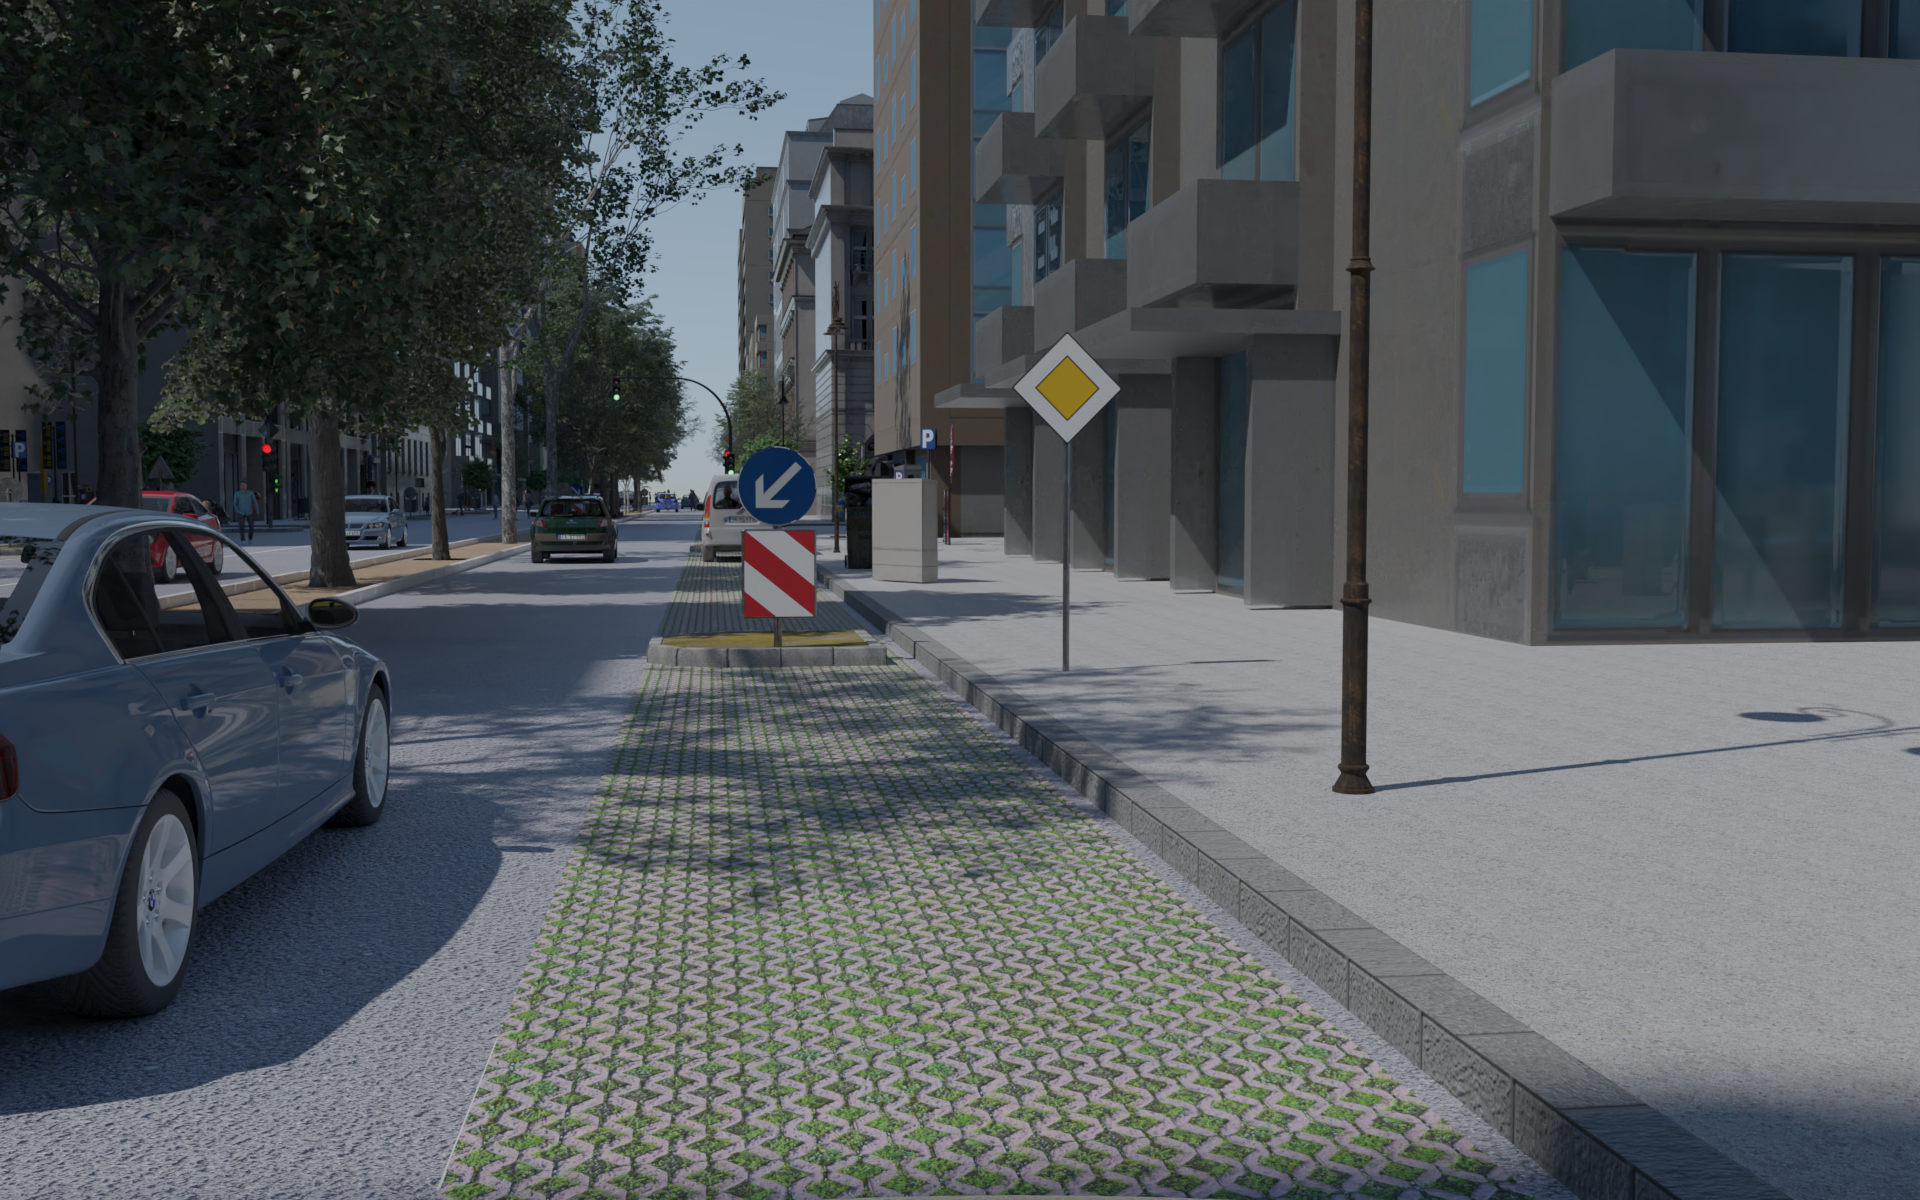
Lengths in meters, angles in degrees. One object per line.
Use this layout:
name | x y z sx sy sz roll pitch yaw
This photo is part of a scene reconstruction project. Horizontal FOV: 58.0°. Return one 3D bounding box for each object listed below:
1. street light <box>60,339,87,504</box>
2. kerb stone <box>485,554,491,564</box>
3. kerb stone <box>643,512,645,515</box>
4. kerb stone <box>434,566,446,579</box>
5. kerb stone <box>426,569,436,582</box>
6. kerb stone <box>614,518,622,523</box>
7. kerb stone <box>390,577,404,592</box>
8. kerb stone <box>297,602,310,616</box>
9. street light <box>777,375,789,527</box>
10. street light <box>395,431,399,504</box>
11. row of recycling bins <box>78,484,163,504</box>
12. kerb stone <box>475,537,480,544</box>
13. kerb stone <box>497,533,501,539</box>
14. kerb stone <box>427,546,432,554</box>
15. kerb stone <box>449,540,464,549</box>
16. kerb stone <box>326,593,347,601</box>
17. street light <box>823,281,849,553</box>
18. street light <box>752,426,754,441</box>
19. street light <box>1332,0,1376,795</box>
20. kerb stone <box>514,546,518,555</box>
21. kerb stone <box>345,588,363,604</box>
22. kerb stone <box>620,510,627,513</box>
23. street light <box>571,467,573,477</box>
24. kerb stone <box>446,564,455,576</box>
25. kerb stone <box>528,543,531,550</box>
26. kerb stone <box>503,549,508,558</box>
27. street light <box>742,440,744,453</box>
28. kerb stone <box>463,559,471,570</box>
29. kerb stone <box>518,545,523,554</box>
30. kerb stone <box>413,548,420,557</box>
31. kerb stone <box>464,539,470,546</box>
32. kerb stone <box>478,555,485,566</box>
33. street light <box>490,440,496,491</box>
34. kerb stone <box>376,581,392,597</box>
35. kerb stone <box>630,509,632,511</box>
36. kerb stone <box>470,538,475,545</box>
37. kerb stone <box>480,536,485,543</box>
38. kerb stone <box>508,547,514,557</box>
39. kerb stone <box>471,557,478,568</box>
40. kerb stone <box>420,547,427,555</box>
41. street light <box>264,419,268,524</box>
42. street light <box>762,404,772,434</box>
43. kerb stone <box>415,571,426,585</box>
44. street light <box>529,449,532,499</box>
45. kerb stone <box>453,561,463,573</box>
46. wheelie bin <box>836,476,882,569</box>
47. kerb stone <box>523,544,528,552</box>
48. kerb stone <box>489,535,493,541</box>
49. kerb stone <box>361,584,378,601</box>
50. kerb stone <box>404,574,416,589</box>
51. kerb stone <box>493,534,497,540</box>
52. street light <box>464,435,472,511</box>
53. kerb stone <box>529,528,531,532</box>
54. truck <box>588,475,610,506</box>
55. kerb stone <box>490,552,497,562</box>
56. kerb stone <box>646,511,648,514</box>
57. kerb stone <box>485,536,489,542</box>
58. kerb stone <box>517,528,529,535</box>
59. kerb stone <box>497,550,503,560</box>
street light | -26.040 -4.781 50.960 0.468 5.910 1.993 -1 4 -8
kerb stone | -9.832 -0.823 35.653 0.120 0.150 1.000 -1 4 -8
kerb stone | -21.234 -5.694 115.305 0.120 0.150 1.000 -1 4 -8
kerb stone | -8.961 -0.451 29.567 0.120 0.150 1.000 -1 4 -8
kerb stone | -8.823 -0.389 28.551 0.120 0.150 1.000 -1 4 -8
kerb stone | -17.173 -3.951 86.887 0.120 0.150 1.000 -1 4 -8
kerb stone | -8.375 -0.202 25.503 0.120 0.150 1.000 -1 4 -8
kerb stone | -7.640 0.109 20.414 0.120 0.150 1.000 -1 4 -8
street light | -6.863 -5.782 67.319 0.468 5.910 1.993 -1 4 -8
street light | -33.638 -7.984 103.331 0.468 5.910 1.993 -1 4 -8
row of recycling bins | -35.264 -3.999 72.492 3.534 1.692 1.069 -3 4 -37
kerb stone | -13.942 -1.673 49.552 0.120 0.150 1.000 -1 4 -8
kerb stone | -14.665 -1.983 54.618 0.120 0.150 1.000 -1 4 -8
kerb stone | -12.778 -1.176 41.429 0.120 0.150 1.000 -1 4 -8
kerb stone | -13.510 -1.482 46.509 0.120 0.150 1.000 -1 4 -8
kerb stone | -7.792 0.047 21.434 0.120 0.150 1.000 -1 4 -8
street light | -2.695 -3.970 37.699 0.468 5.910 1.993 -1 4 -8
street light | -14.107 -8.909 118.448 0.468 5.910 1.993 -1 4 -8
street light | 1.697 -2.110 7.293 0.468 5.910 1.993 -1 4 -8
kerb stone | -10.563 -1.128 40.725 0.120 0.150 1.000 -1 4 -8
kerb stone | -7.941 -0.016 22.450 0.120 0.150 1.000 -1 4 -8
kerb stone | -26.087 -6.858 134.316 0.120 0.150 1.000 -1 4 -8
street light | -52.061 -15.869 232.239 0.468 5.910 1.993 -1 4 -8
kerb stone | -9.102 -0.507 30.583 0.120 0.150 1.000 -1 4 -8
kerb stone | -10.991 -1.316 43.765 0.120 0.150 1.000 -1 4 -8
kerb stone | -10.267 -1.010 38.701 0.120 0.150 1.000 -1 4 -8
street light | -18.540 -10.738 148.351 0.468 5.910 1.993 -1 4 -8
kerb stone | -9.391 -0.637 32.612 0.120 0.150 1.000 -1 4 -8
kerb stone | -10.702 -1.195 41.738 0.120 0.150 1.000 -1 4 -8
kerb stone | -12.487 -1.052 39.394 0.120 0.150 1.000 -1 4 -8
kerb stone | -13.654 -1.547 47.520 0.120 0.150 1.000 -1 4 -8
kerb stone | -9.680 -0.761 34.642 0.120 0.150 1.000 -1 4 -8
street light | -40.167 -10.792 149.242 0.468 5.910 1.993 -1 4 -8
kerb stone | -8.229 -0.140 24.488 0.120 0.150 1.000 -1 4 -8
kerb stone | -27.548 -7.478 144.467 0.120 0.150 1.000 -1 4 -8
kerb stone | -13.805 -1.607 48.538 0.120 0.150 1.000 -1 4 -8
kerb stone | -14.084 -1.735 50.570 0.120 0.150 1.000 -1 4 -8
kerb stone | -10.410 -1.071 39.714 0.120 0.150 1.000 -1 4 -8
kerb stone | -9.545 -0.699 33.628 0.120 0.150 1.000 -1 4 -8
kerb stone | -12.639 -1.113 40.410 0.120 0.150 1.000 -1 4 -8
street light | -29.311 -6.139 73.165 0.468 5.910 1.993 -1 4 -8
street light | -9.875 -7.098 88.837 0.468 5.910 1.993 -1 4 -8
kerb stone | -8.674 -0.327 27.540 0.120 0.150 1.000 -1 4 -8
street light | -44.358 -12.611 178.983 0.468 5.910 1.993 -1 4 -8
kerb stone | -9.248 -0.575 31.600 0.120 0.150 1.000 -1 4 -8
wheelie bin | -1.633 -1.339 29.798 0.980 1.594 0.693 0 4 -6
kerb stone | -10.845 -1.257 42.753 0.120 0.150 1.000 -1 4 -8
kerb stone | -14.387 -1.859 52.592 0.120 0.150 1.000 -1 4 -8
kerb stone | -8.087 -0.077 23.475 0.120 0.150 1.000 -1 4 -8
kerb stone | -8.522 -0.262 26.529 0.120 0.150 1.000 -1 4 -8
kerb stone | -14.525 -1.920 53.605 0.120 0.150 1.000 -1 4 -8
street light | -37.798 -9.815 133.267 0.468 5.910 1.993 -1 4 -8
kerb stone | -15.983 -2.537 63.755 0.120 0.150 1.000 -1 4 -8
truck | -43.330 -13.475 209.236 2.839 4.237 11.283 -1 4 -10
kerb stone | -9.981 -0.880 36.664 0.120 0.150 1.000 -1 4 -8
kerb stone | -21.970 -6.005 120.380 0.120 0.150 1.000 -1 4 -8
kerb stone | -14.240 -1.797 51.580 0.120 0.150 1.000 -1 4 -8
kerb stone | -15.835 -2.480 62.739 0.120 0.150 1.000 -1 4 -8
kerb stone | -10.125 -0.947 37.683 0.120 0.150 1.000 -1 4 -8
